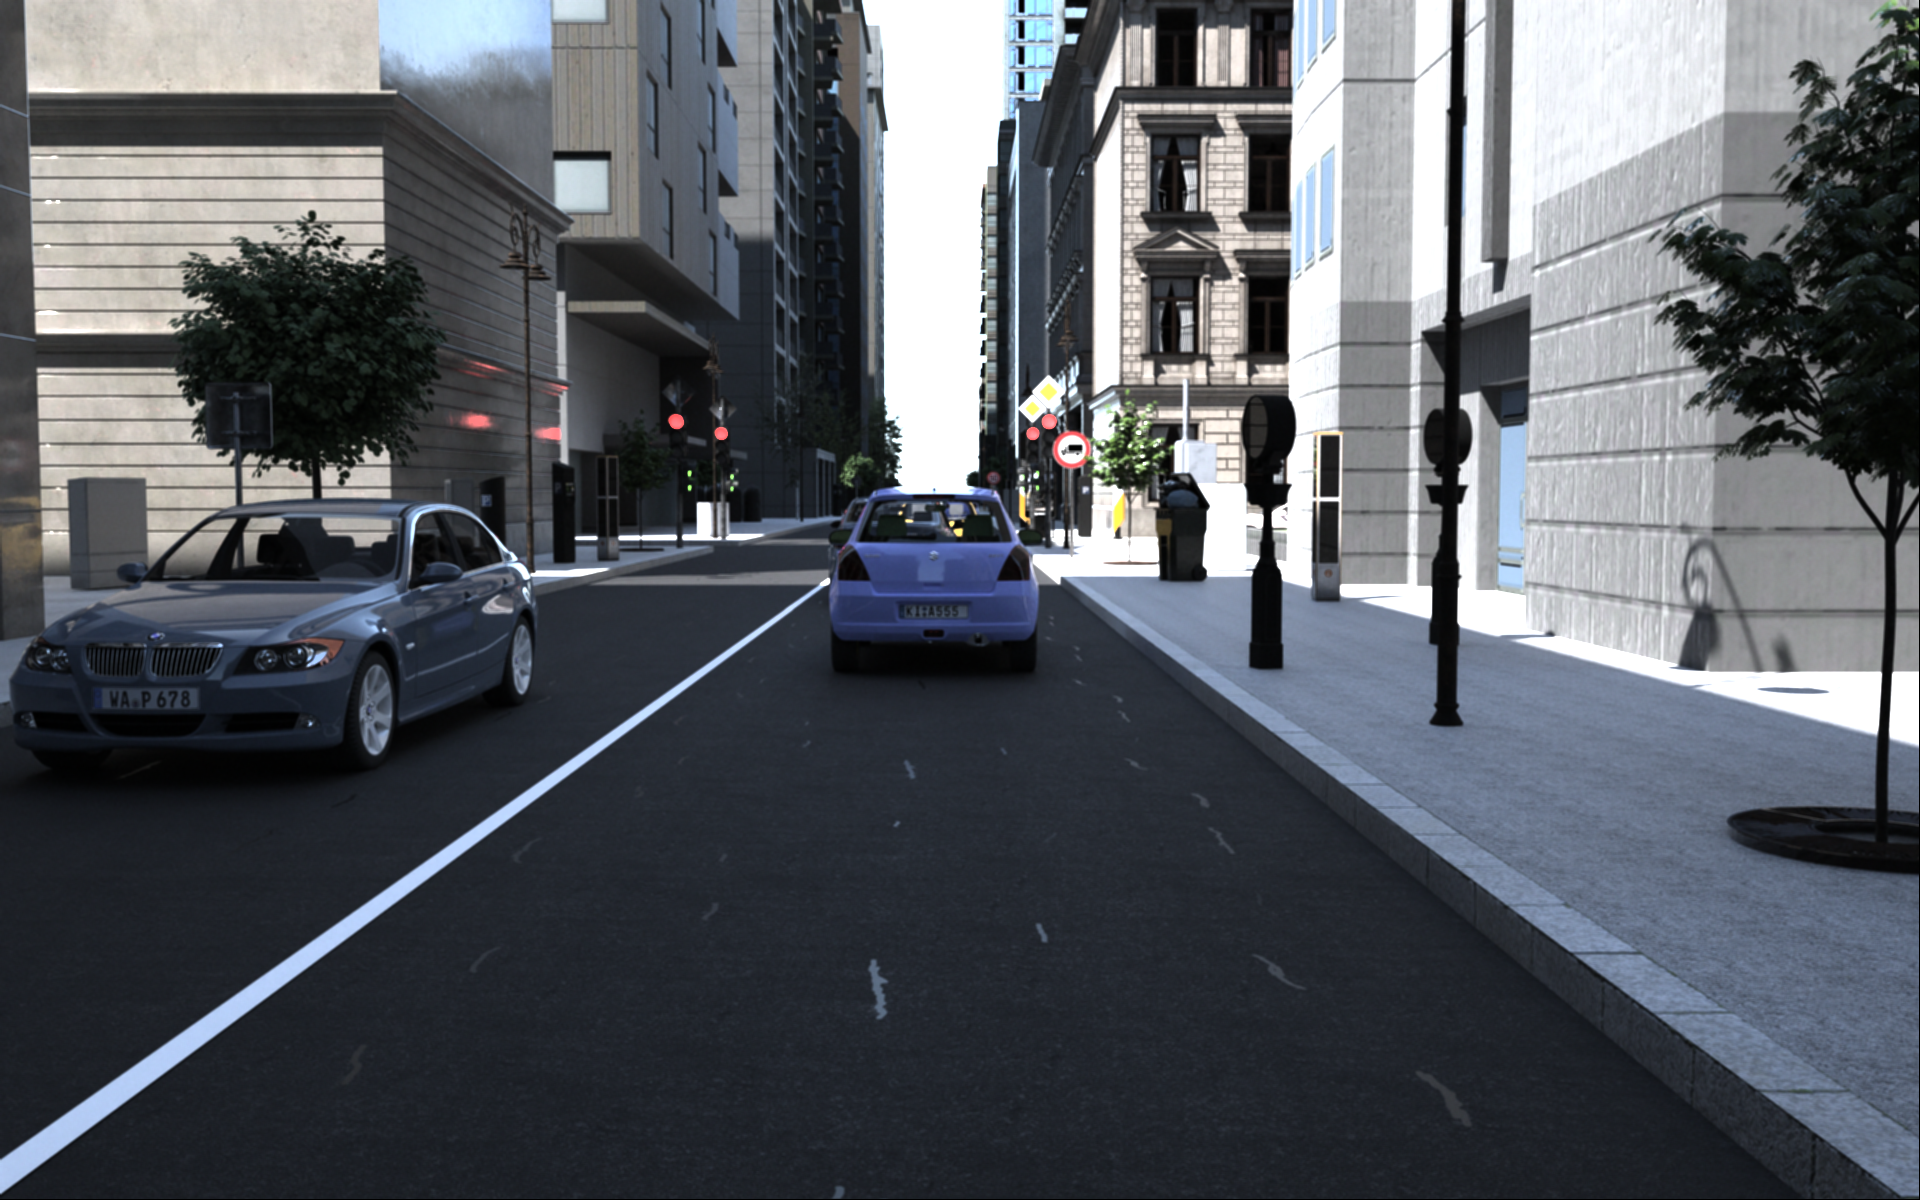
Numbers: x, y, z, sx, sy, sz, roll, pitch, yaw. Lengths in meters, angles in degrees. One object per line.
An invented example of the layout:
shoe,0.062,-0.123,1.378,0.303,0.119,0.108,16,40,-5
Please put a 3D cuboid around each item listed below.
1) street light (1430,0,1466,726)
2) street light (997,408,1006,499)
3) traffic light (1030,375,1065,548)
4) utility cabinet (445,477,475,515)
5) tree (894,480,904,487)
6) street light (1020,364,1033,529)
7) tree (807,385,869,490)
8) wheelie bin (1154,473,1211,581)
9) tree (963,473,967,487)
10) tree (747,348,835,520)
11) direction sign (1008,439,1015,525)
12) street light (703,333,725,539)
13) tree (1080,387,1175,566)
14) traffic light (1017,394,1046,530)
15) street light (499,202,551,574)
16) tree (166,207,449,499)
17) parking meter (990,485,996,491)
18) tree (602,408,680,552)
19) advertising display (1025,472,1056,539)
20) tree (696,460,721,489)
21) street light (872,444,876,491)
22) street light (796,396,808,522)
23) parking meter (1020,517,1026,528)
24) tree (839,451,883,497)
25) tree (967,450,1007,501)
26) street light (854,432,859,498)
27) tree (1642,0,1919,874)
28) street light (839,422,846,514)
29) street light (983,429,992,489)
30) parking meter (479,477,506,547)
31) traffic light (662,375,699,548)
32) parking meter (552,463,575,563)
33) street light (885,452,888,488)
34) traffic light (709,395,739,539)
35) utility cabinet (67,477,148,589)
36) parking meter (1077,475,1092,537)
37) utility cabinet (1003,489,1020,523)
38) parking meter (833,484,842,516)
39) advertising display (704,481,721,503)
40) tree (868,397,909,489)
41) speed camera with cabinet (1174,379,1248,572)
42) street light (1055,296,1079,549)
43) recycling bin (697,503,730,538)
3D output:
street light,2.711,-2.244,9.474,0.468,5.910,1.993,0,4,0
street light,2.214,-7.335,92.709,0.468,5.910,1.993,0,4,0
traffic light,2.076,-3.188,41.049,0.839,4.253,0.868,0,4,0
utility cabinet,-6.651,-0.876,22.996,0.318,1.500,1.173,-1,4,-20
tree,-8.256,-15.457,247.318,1.663,3.219,1.824,0,3,0
street light,2.400,-5.435,61.655,0.468,5.910,1.993,0,4,0
tree,-8.480,-10.253,118.001,4.737,8.622,4.395,0,3,0
wheelie bin,3.273,-1.083,25.614,0.693,1.594,0.980,-1,4,-19
tree,1.836,-13.694,207.608,4.285,4.588,4.351,0,3,0
tree,-8.339,-8.304,86.139,4.360,8.622,3.978,0,3,0
direction sign,2.084,-4.883,71.838,0.379,3.537,0.876,0,4,-7
street light,-7.060,-4.711,49.807,0.468,5.910,1.993,0,4,0
tree,3.063,-2.262,31.586,1.663,3.219,1.824,0,3,0
traffic light,2.030,-3.677,49.034,0.839,4.253,0.868,0,4,0
street light,-6.933,-3.364,27.787,0.468,5.910,1.993,0,4,0
tree,-7.492,-2.216,19.938,4.285,4.588,4.351,0,3,0
parking meter,1.890,-5.714,99.138,0.255,1.863,0.399,2,4,26
tree,-7.160,-2.711,38.930,1.663,3.219,1.824,0,3,0
advertising display,2.319,-2.736,49.945,0.974,1.923,0.123,2,4,31
tree,-12.721,-6.204,85.152,4.285,4.588,4.351,0,3,0
street light,-7.723,-11.224,156.306,0.468,5.910,1.993,0,4,0
street light,-7.363,-6.585,80.450,0.468,5.910,1.993,0,4,0
parking meter,2.421,-3.683,65.924,0.255,1.863,0.399,0,4,-3
tree,-7.539,-9.027,131.299,4.285,4.588,4.351,0,3,0
tree,3.173,-8.851,128.426,4.285,4.588,4.351,0,3,0
street light,-7.588,-9.356,125.764,0.468,5.910,1.993,0,4,0
tree,3.285,-0.718,6.344,1.663,3.219,1.824,0,3,0
street light,-7.458,-8.450,110.945,0.468,5.910,1.993,0,4,0
street light,2.087,-9.200,123.203,0.468,5.910,1.993,0,4,0
parking meter,-6.770,-1.020,25.082,0.372,1.533,0.369,0,3,0
traffic light,-6.635,-3.184,40.982,0.839,4.253,0.868,0,4,0
parking meter,-7.368,-1.622,32.233,0.399,1.863,0.255,3,4,38
street light,-7.965,-13.091,186.817,0.468,5.910,1.993,0,4,0
traffic light,-6.681,-3.673,48.967,0.839,4.253,0.868,0,4,0
utility cabinet,-11.597,-0.912,23.585,0.318,1.500,1.173,1,4,12
parking meter,3.727,-2.847,52.254,0.255,1.863,0.399,2,4,28
utility cabinet,2.533,-4.177,76.979,1.173,1.500,0.318,1,4,20
parking meter,-7.159,-5.796,100.472,0.399,1.863,0.255,1,4,16
advertising display,-12.594,-5.089,88.419,0.974,1.923,0.123,0,4,7
tree,-9.486,-17.303,201.025,7.486,12.596,7.792,0,3,0
speed camera with cabinet,4.236,-2.140,29.326,0.660,3.252,2.038,-1,4,-13
street light,2.508,-4.147,40.593,0.468,5.910,1.993,0,4,0
recycling bin,-7.340,-2.386,51.563,0.722,1.027,0.722,-3,4,-37
